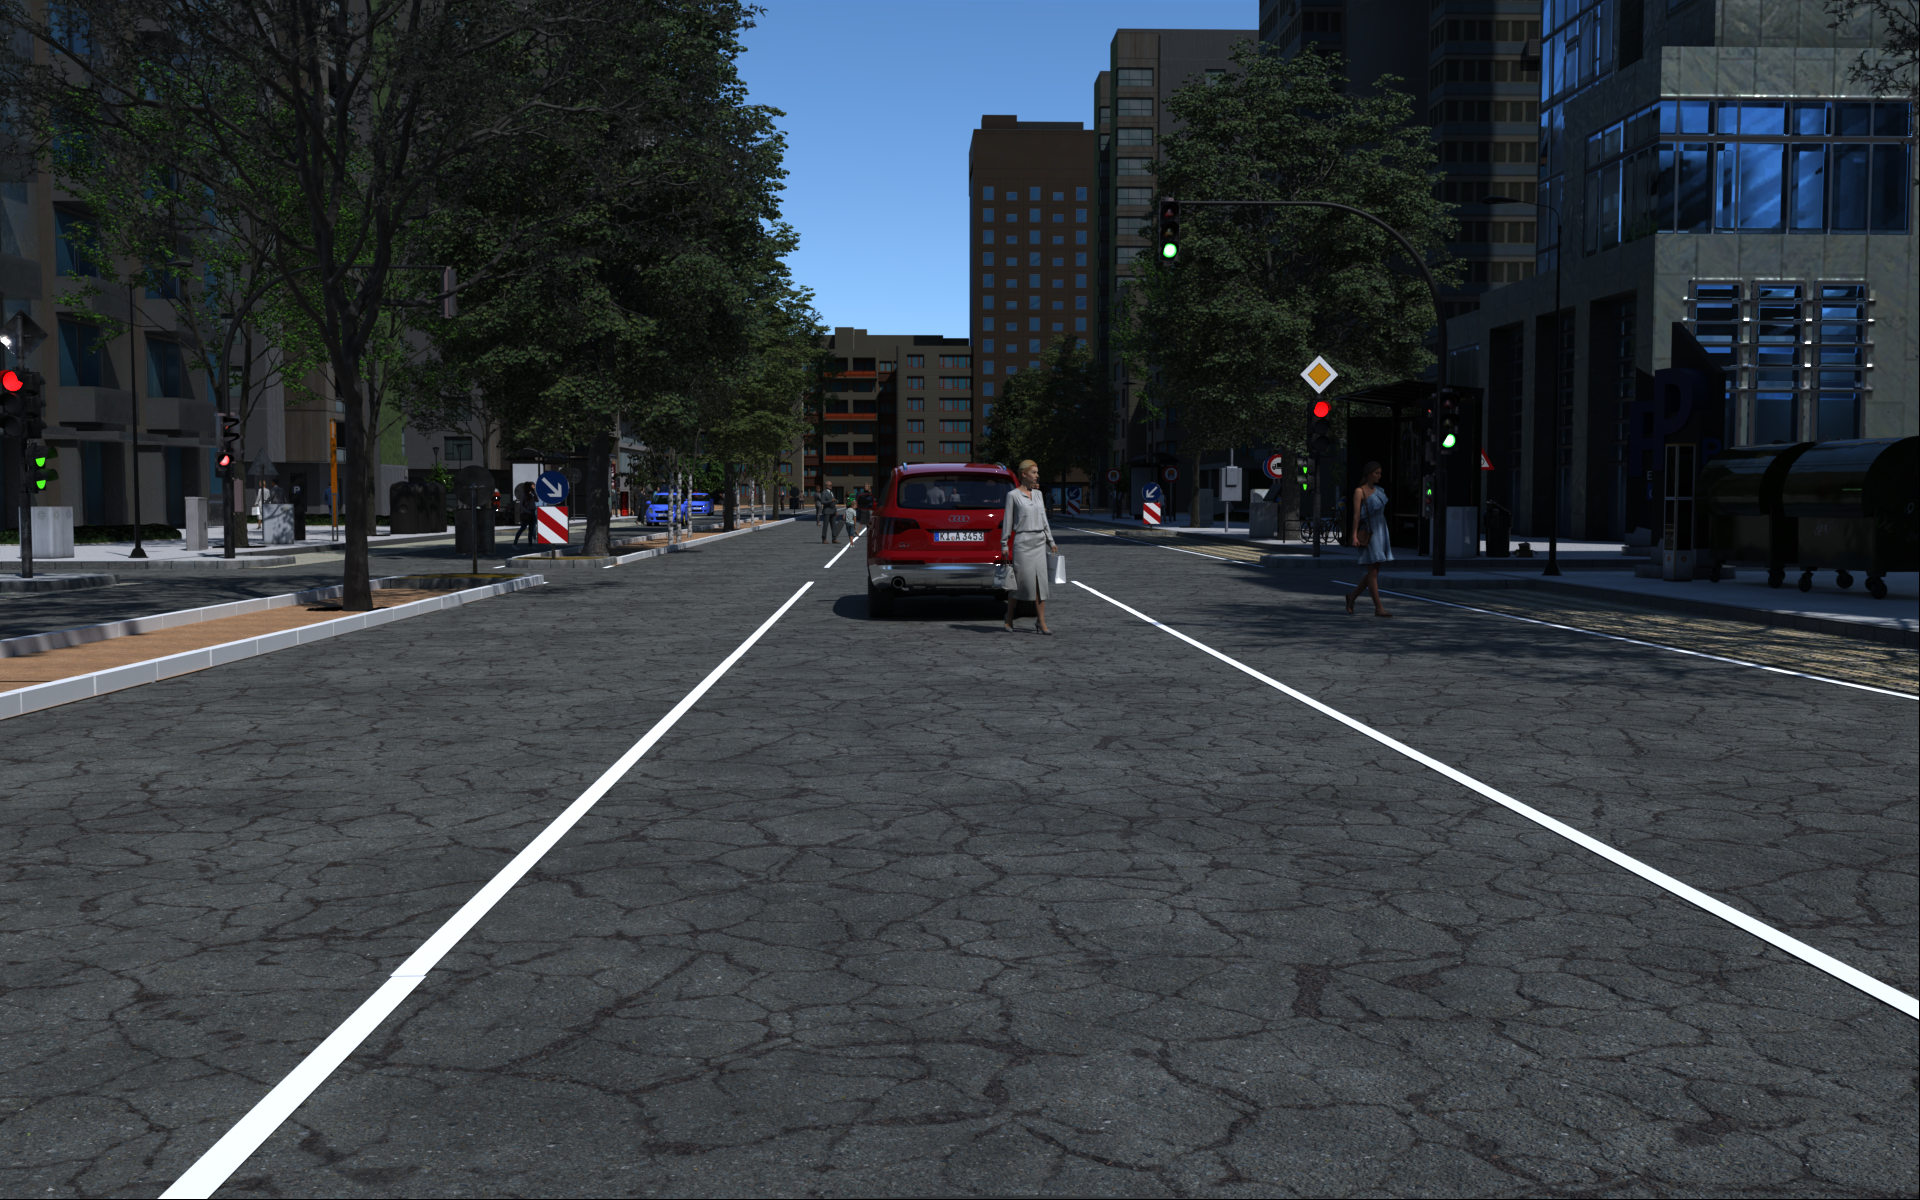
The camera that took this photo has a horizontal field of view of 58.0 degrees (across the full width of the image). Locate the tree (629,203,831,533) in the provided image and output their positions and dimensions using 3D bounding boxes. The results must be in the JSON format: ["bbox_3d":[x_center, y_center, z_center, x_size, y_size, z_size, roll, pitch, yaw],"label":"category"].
[{"bbox_3d":[-8.703,-8.793,64.347,7.486,12.596,7.792,0,3,0],"label":"tree"}]

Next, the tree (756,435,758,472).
[{"bbox_3d":[-8.803,-6.325,56.235,4.360,8.622,3.978,0,3,0],"label":"tree"}]

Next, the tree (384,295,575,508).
[{"bbox_3d":[-18.466,-8.076,66.459,7.601,10.594,8.767,-2,4,-31],"label":"tree"}]

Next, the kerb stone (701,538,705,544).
[{"bbox_3d":[-7.414,-1.645,49.116,0.120,0.150,1.000,0,4,-2],"label":"kerb stone"}]

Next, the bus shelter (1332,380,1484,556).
[{"bbox_3d":[9.892,-2.901,38.712,1.731,3.624,6.357,0,4,-2],"label":"bus shelter"}]

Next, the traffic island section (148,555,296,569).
[{"bbox_3d":[-14.560,-0.747,34.493,2.009,0.180,2.903,0,4,-2],"label":"traffic island section"}]

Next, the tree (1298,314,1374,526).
[{"bbox_3d":[15.107,-7.326,70.151,4.737,8.622,4.395,0,3,0],"label":"tree"}]

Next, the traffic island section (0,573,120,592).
[{"bbox_3d":[-14.289,-0.259,26.513,2.009,0.180,2.903,0,4,-2],"label":"traffic island section"}]

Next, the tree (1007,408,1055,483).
[{"bbox_3d":[6.263,-11.862,144.298,4.737,8.622,4.395,0,3,0],"label":"tree"}]

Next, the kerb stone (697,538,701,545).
[{"bbox_3d":[-7.384,-1.584,48.094,0.120,0.150,1.000,0,4,-2],"label":"kerb stone"}]

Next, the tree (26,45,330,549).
[{"bbox_3d":[-17.241,-7.038,40.832,9.928,11.665,9.643,0,3,0],"label":"tree"}]

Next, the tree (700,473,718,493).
[{"bbox_3d":[-21.095,-9.106,143.486,1.663,3.219,1.824,0,3,0],"label":"tree"}]

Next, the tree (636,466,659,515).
[{"bbox_3d":[-19.061,-6.743,104.842,1.663,3.219,1.824,0,3,0],"label":"tree"}]

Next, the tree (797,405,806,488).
[{"bbox_3d":[-9.502,-8.020,83.946,4.737,8.622,4.395,0,3,0],"label":"tree"}]

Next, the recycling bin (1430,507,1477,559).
[{"bbox_3d":[9.873,-1.352,34.653,0.722,1.027,0.722,3,4,38],"label":"recycling bin"}]

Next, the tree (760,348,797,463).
[{"bbox_3d":[-9.434,-7.686,78.494,4.360,8.622,3.978,0,3,0],"label":"tree"}]

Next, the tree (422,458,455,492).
[{"bbox_3d":[-27.540,-5.945,91.797,1.663,3.219,1.824,0,3,0],"label":"tree"}]

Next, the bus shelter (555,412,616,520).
[{"bbox_3d":[-19.267,-6.745,87.919,2.179,5.291,8.768,0,4,-2],"label":"bus shelter"}]

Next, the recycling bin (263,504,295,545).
[{"bbox_3d":[-17.428,-1.943,44.318,0.722,1.027,0.722,-1,4,-19],"label":"recycling bin"}]

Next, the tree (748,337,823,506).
[{"bbox_3d":[-20.401,-19.780,179.287,12.611,20.169,13.585,0,3,0],"label":"tree"}]

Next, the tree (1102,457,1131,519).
[{"bbox_3d":[8.516,-5.896,91.003,1.663,3.219,1.824,0,3,0],"label":"tree"}]

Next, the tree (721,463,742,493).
[{"bbox_3d":[-21.377,-10.605,157.102,4.285,4.588,4.351,0,3,0],"label":"tree"}]

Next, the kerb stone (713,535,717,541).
[{"bbox_3d":[-7.525,-1.833,52.189,0.120,0.150,1.000,0,4,-2],"label":"kerb stone"}]

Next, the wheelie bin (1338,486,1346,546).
[{"bbox_3d":[9.830,-2.134,42.806,0.980,1.594,0.693,-2,4,-32],"label":"wheelie bin"}]

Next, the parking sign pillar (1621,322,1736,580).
[{"bbox_3d":[11.157,-2.329,26.549,1.447,3.967,1.447,0,4,-8],"label":"parking sign pillar"}]

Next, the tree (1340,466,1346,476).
[{"bbox_3d":[14.906,-4.205,63.346,1.663,3.219,1.824,0,3,0],"label":"tree"}]

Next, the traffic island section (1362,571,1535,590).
[{"bbox_3d":[7.540,-0.304,27.246,2.009,0.180,2.903,0,4,-2],"label":"traffic island section"}]

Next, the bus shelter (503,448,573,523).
[{"bbox_3d":[-19.133,-5.189,78.767,2.014,3.302,5.546,0,4,-2],"label":"bus shelter"}]

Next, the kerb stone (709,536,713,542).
[{"bbox_3d":[-7.485,-1.770,51.168,0.120,0.150,1.000,0,4,-2],"label":"kerb stone"}]

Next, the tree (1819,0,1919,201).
[{"bbox_3d":[10.366,-6.271,12.903,12.009,13.543,11.850,0,3,0],"label":"tree"}]

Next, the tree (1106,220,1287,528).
[{"bbox_3d":[9.083,-8.544,65.443,9.928,11.665,9.643,0,3,0],"label":"tree"}]

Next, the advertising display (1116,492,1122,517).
[{"bbox_3d":[8.754,-5.519,95.455,0.123,1.923,0.974,1,4,18],"label":"advertising display"}]

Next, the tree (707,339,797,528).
[{"bbox_3d":[-9.233,-7.287,71.968,4.737,8.622,4.395,0,3,0],"label":"tree"}]

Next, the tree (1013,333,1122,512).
[{"bbox_3d":[7.734,-12.475,122.097,7.486,12.596,7.792,0,3,0],"label":"tree"}]

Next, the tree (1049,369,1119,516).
[{"bbox_3d":[7.479,-9.216,101.050,4.360,8.622,3.978,0,3,0],"label":"tree"}]

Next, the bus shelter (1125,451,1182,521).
[{"bbox_3d":[9.385,-5.538,84.466,2.014,3.302,5.546,0,4,-2],"label":"bus shelter"}]

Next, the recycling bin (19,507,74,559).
[{"bbox_3d":[-18.274,-1.352,34.653,0.722,1.027,0.722,1,4,8],"label":"recycling bin"}]

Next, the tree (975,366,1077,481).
[{"bbox_3d":[5.818,-14.571,155.236,9.611,12.733,9.660,0,3,0],"label":"tree"}]

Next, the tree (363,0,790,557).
[{"bbox_3d":[-8.160,-7.915,38.528,9.857,13.997,8.962,0,3,0],"label":"tree"}]

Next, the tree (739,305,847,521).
[{"bbox_3d":[-9.841,-10.079,93.005,9.928,11.665,9.643,0,3,0],"label":"tree"}]

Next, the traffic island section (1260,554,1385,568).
[{"bbox_3d":[7.269,-0.792,35.227,2.009,0.180,2.903,0,4,-2],"label":"traffic island section"}]

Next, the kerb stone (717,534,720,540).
[{"bbox_3d":[-7.556,-1.897,53.211,0.120,0.150,1.000,0,4,-2],"label":"kerb stone"}]

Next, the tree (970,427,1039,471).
[{"bbox_3d":[4.982,-14.927,178.470,8.767,10.594,7.601,-2,4,-30],"label":"tree"}]

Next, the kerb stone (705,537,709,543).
[{"bbox_3d":[-7.454,-1.708,50.140,0.120,0.150,1.000,0,4,-2],"label":"kerb stone"}]

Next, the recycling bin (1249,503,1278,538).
[{"bbox_3d":[8.889,-2.335,50.736,0.722,1.027,0.722,1,4,19],"label":"recycling bin"}]

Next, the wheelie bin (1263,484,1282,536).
[{"bbox_3d":[9.674,-2.749,52.852,0.693,1.594,0.980,-1,4,-20],"label":"wheelie bin"}]

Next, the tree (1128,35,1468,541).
[{"bbox_3d":[9.092,-8.624,47.663,9.857,13.997,8.962,0,3,0],"label":"tree"}]

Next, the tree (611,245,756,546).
[{"bbox_3d":[-8.253,-5.985,50.676,4.360,8.622,3.978,0,3,0],"label":"tree"}]

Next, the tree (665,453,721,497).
[{"bbox_3d":[-20.888,-9.018,131.150,4.285,4.588,4.351,0,3,0],"label":"tree"}]

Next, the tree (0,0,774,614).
[{"bbox_3d":[-7.320,-6.592,20.602,12.009,13.543,11.850,0,3,0],"label":"tree"}]

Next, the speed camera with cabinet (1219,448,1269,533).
[{"bbox_3d":[9.682,-3.873,57.657,2.038,3.252,0.660,0,4,-2],"label":"speed camera with cabinet"}]
